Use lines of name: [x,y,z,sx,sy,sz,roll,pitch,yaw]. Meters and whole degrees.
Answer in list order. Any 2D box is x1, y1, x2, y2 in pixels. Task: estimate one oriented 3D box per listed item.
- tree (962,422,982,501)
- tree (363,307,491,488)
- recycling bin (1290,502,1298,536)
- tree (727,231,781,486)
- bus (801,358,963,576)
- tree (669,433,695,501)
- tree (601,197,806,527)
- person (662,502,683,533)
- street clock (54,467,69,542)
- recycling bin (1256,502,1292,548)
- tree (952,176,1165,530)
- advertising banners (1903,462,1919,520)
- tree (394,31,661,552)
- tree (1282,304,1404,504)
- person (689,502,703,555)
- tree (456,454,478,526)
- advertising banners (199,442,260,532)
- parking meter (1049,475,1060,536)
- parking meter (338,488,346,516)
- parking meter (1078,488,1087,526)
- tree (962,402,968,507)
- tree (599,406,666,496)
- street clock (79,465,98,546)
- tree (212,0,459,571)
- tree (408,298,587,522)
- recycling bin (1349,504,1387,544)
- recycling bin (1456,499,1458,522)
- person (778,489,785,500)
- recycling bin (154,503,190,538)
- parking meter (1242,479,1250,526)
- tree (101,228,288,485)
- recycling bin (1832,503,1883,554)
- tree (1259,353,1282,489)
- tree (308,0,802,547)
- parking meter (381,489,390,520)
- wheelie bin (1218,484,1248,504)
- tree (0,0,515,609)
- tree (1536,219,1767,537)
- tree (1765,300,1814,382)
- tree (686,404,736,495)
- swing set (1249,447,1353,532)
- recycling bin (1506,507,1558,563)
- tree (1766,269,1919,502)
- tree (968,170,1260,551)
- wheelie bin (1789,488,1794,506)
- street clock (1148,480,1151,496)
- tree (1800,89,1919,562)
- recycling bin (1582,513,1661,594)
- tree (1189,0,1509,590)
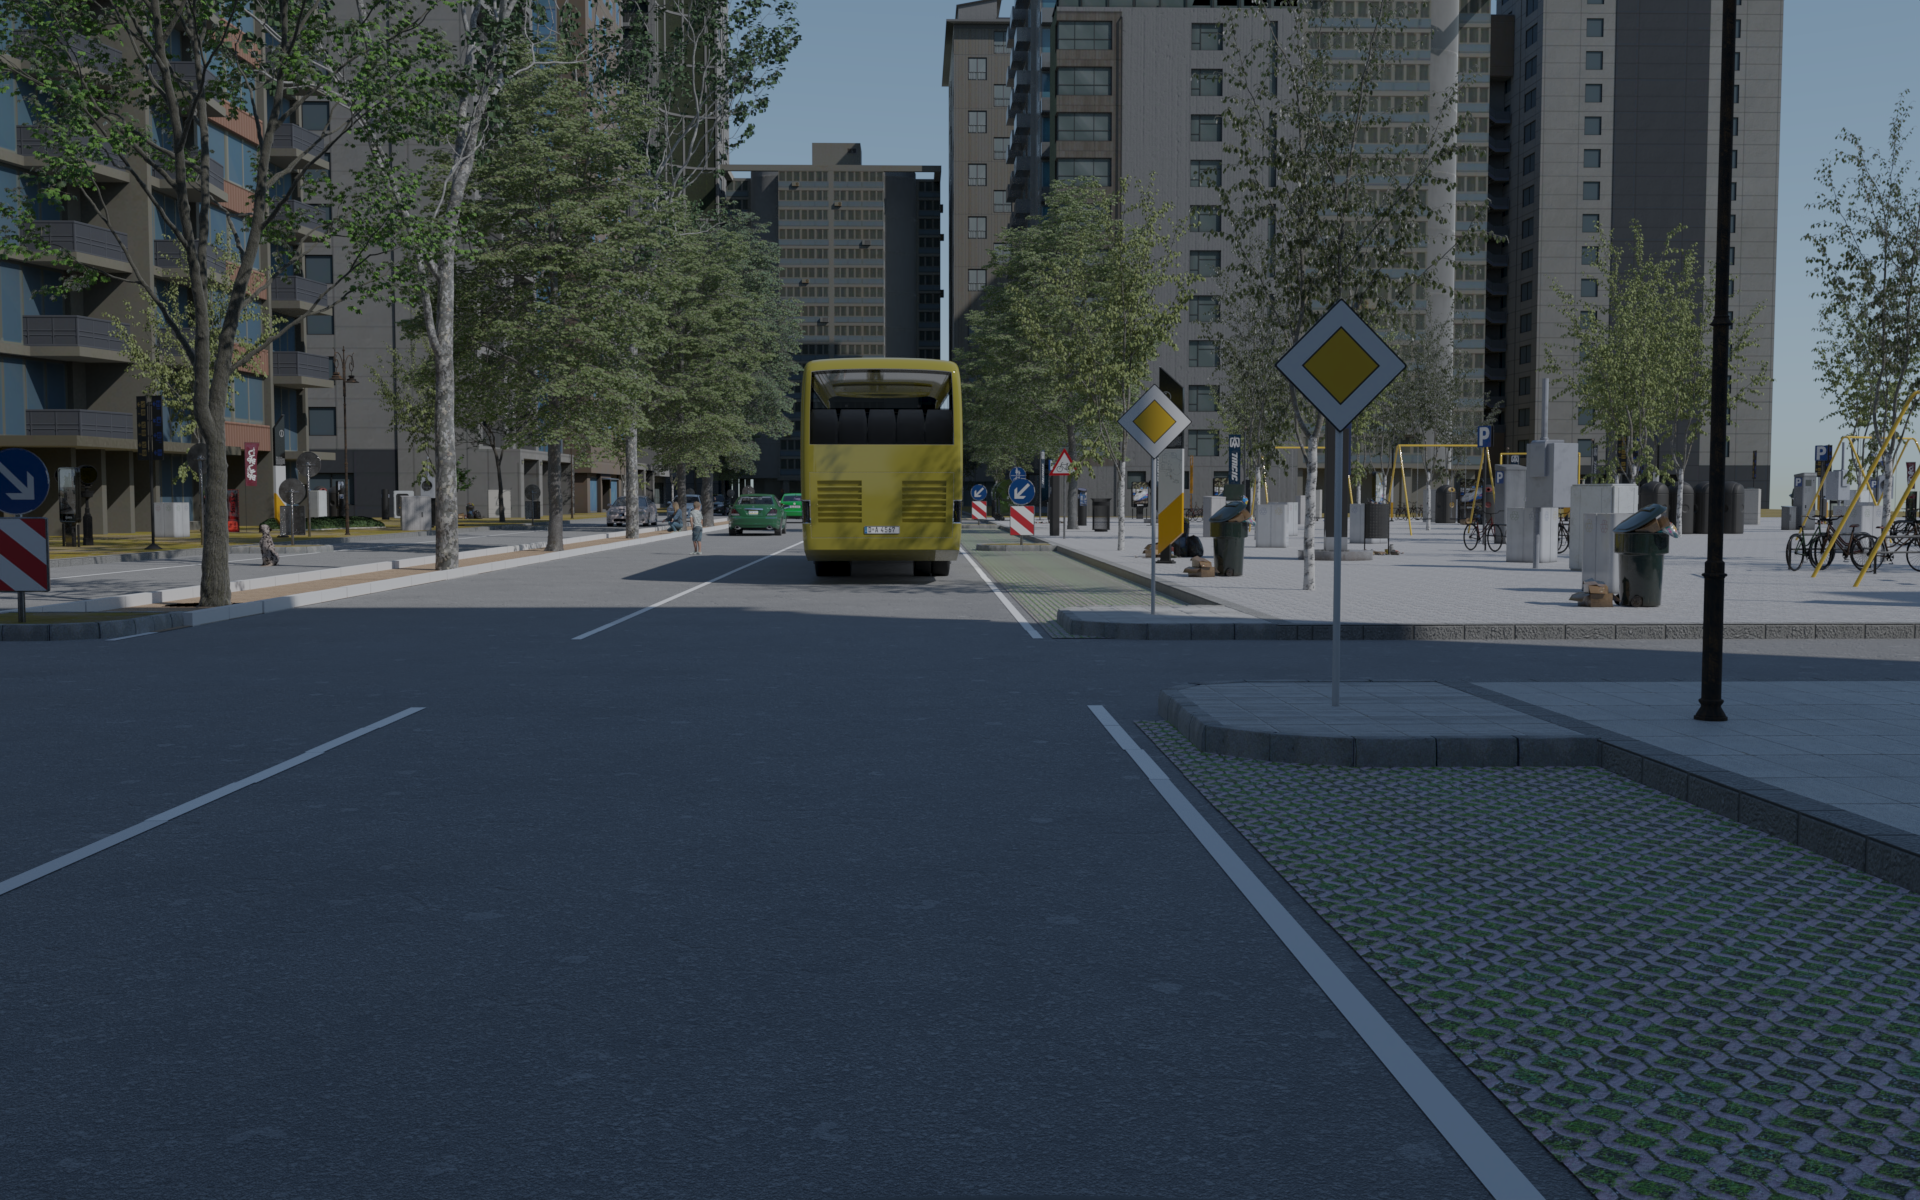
tree: [1.027,-12.799,159.634,4.360,8.622,3.978,0,3,0]
tree: [-19.826,-7.012,65.008,4.737,8.622,4.395,0,3,0]
recycling bin: [9.886,-2.479,53.088,0.722,1.027,0.722,3,4,36]
tree: [-10.805,-8.928,66.557,7.486,12.596,7.792,0,3,0]
bus: [-1.478,-2.537,33.029,2.896,3.916,12.252,0,4,-2]
tree: [-21.255,-10.947,129.338,4.737,8.622,4.395,0,3,0]
tree: [-11.070,-10.162,75.265,9.857,13.997,8.962,0,3,0]
person: [-10.333,-2.964,62.454,0.738,1.151,1.012,-1,4,-16]
street clock: [-23.865,-2.548,46.224,0.471,2.002,0.358,-1,4,-11]
recycling bin: [7.510,-1.779,41.644,0.722,1.027,0.722,1,4,16]
tree: [3.852,-8.810,62.172,7.486,12.596,7.792,0,3,0]
advertising banners: [51.984,-5.938,93.281,0.090,3.025,2.074,-3,5,-40]
tree: [-10.179,-7.493,43.088,7.486,12.596,7.792,0,3,0]
tree: [15.069,-7.090,66.278,4.737,8.622,4.395,0,3,0]
person: [-6.252,-1.700,40.978,0.332,1.250,0.352,0,4,-2]
tree: [-20.683,-4.623,70.192,1.663,3.219,1.824,0,3,0]
advertising banners: [-24.406,-3.776,57.927,0.090,3.025,2.074,3,5,43]
parking meter: [2.902,-2.900,53.122,0.255,1.863,0.399,-1,4,-9]
parking meter: [-24.865,-3.754,69.792,0.372,1.533,0.369,0,3,0]
parking meter: [4.935,-3.761,69.911,0.372,1.533,0.369,0,3,0]
tree: [2.339,-9.119,99.464,4.737,8.622,4.395,0,3,0]
tree: [-20.793,-9.586,107.086,4.737,8.622,4.395,0,3,0]
street clock: [-21.765,-2.362,43.184,0.358,2.002,0.471,3,5,42]
tree: [-10.824,-10.657,32.582,12.611,20.169,13.585,0,3,0]
tree: [-21.128,-8.888,79.734,8.767,10.594,7.601,-1,4,-14]
recycling bin: [10.606,-1.982,44.958,0.722,1.027,0.722,-3,5,-42]
recycling bin: [23.495,-4.177,80.854,0.722,1.027,0.722,3,5,41]
person: [-13.458,-7.498,131.236,0.705,1.807,1.348,1,4,22]
recycling bin: [-23.367,-2.372,51.341,0.722,1.027,0.722,1,4,11]
parking meter: [11.415,-3.880,69.150,0.255,1.863,0.399,-1,4,-9]
tree: [-20.498,-5.905,46.907,4.737,8.622,4.395,0,3,0]
recycling bin: [19.523,-1.537,37.679,0.722,1.027,0.722,-2,4,-26]
tree: [14.889,-8.245,85.161,4.737,8.622,4.395,0,3,0]
tree: [-11.744,-12.073,55.741,12.611,20.169,13.585,0,3,0]
parking meter: [-28.789,-4.792,86.767,0.372,1.533,0.369,0,3,0]
wheelie bin: [8.712,-2.896,55.252,0.980,1.594,0.693,1,4,17]
tree: [-9.348,-5.708,21.531,9.928,11.665,9.643,0,3,0]
tree: [17.588,-5.821,45.536,4.737,8.622,4.395,0,3,0]
tree: [21.803,-6.205,51.812,4.737,8.622,4.395,0,3,0]
tree: [-21.402,-13.149,140.739,9.928,11.665,9.643,0,3,0]
swing set: [11.226,-3.660,57.459,3.119,2.851,2.862,0,4,-5]
recycling bin: [10.774,-1.227,32.619,0.722,1.027,0.722,3,5,43]
tree: [30.178,-6.554,57.522,4.737,8.622,4.395,0,3,0]
tree: [3.465,-5.438,39.278,4.737,8.622,4.395,0,3,0]
wheelie bin: [45.102,-5.215,93.173,0.980,1.594,0.693,3,5,43]
street clock: [9.420,-4.892,84.556,0.471,2.002,0.358,1,4,11]
tree: [17.724,-5.024,32.504,4.360,8.622,3.978,0,3,0]
recycling bin: [8.645,-0.618,22.659,0.722,1.027,0.722,-1,4,-12]
tree: [4.864,-4.447,23.077,4.360,8.622,3.978,0,3,0]
